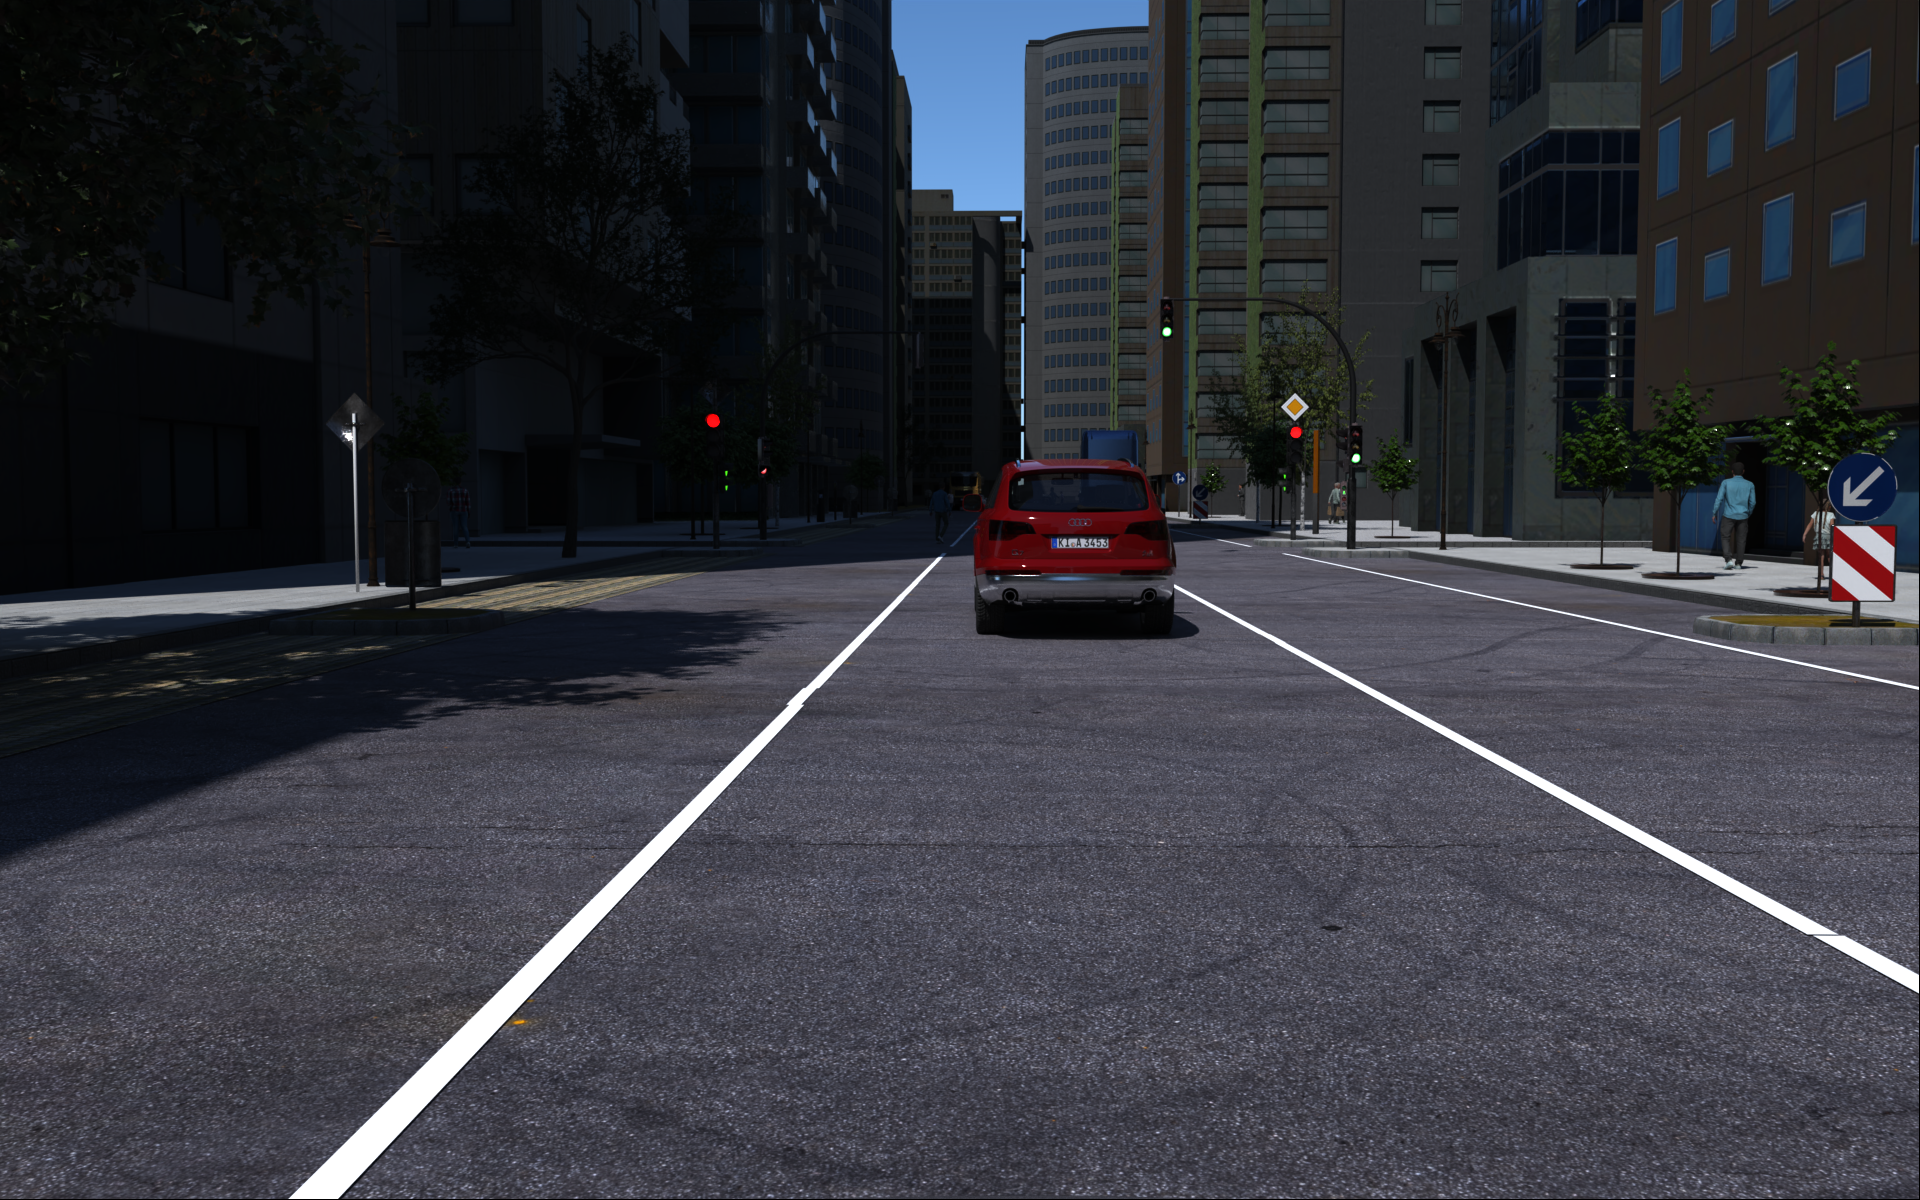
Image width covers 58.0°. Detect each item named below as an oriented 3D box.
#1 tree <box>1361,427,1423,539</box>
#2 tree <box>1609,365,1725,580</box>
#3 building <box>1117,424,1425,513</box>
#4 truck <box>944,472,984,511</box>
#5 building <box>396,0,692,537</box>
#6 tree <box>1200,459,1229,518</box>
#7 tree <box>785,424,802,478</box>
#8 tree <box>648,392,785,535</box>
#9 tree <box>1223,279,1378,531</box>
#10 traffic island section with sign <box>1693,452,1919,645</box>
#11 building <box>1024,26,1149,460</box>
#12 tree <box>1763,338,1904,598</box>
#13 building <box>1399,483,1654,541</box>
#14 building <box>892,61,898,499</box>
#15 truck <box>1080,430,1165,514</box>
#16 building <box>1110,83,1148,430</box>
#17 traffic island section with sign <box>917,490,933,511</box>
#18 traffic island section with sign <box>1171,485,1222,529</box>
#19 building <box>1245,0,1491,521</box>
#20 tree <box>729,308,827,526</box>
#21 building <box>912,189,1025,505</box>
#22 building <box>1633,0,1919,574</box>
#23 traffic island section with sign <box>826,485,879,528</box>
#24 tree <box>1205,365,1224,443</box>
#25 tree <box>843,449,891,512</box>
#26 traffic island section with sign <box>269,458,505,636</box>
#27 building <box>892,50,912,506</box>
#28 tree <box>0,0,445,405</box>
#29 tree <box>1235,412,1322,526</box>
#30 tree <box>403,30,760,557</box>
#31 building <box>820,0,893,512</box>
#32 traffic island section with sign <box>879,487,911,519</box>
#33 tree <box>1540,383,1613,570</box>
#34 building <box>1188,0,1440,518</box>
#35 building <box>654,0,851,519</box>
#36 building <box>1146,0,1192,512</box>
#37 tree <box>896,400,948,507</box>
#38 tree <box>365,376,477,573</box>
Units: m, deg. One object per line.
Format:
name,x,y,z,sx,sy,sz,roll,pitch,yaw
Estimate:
tree,12.593,-3.400,50.186,1.663,3.219,1.824,0,3,0
tree,10.925,-1.930,26.154,1.663,3.219,1.824,0,3,0
building,26.124,-51.319,151.733,22.319,86.520,31.000,0,4,1
truck,0.466,-9.525,151.655,3.469,3.379,9.791,0,4,2
building,-25.100,-28.941,62.421,28.713,52.752,27.495,0,4,1
tree,13.830,-6.090,94.171,1.663,3.219,1.824,0,3,0
tree,-7.525,-4.915,64.082,4.285,4.588,4.351,0,3,0
tree,-8.181,-4.318,54.320,4.285,4.588,4.351,0,3,0
tree,12.210,-6.731,60.417,4.737,8.622,4.395,0,3,0
traffic island section with sign,8.540,-0.533,17.345,1.989,1.847,2.006,0,4,1
building,22.267,-41.305,217.341,28.212,58.520,21.231,0,4,1
tree,10.894,-1.651,21.599,1.663,3.219,1.824,0,3,0
building,31.167,-45.433,55.502,31.000,86.520,22.319,0,4,1
building,-13.229,-29.079,159.036,14.154,41.232,14.086,0,4,1
truck,6.081,-4.746,67.353,2.967,4.110,18.799,0,4,2
building,22.692,-30.114,175.961,14.154,41.232,14.086,0,4,1
traffic island section with sign,-2.667,-8.667,150.330,1.989,1.847,2.006,0,4,1
traffic island section with sign,9.912,-3.927,72.829,1.989,1.847,2.006,0,4,1
building,21.770,-24.830,89.566,14.154,41.232,14.086,0,4,1
tree,-7.321,-7.263,69.111,4.737,8.622,4.395,0,3,0
building,-3.699,-32.526,223.677,23.993,40.220,32.217,0,4,1
building,21.967,-23.281,30.764,14.600,45.320,14.200,0,4,1
traffic island section with sign,-4.596,-3.949,73.198,1.989,1.847,2.006,0,4,1
tree,13.059,-7.752,77.114,4.737,8.622,4.395,0,3,0
tree,-6.417,-8.425,121.459,4.285,4.588,4.351,0,3,0
traffic island section with sign,-5.961,-0.596,18.367,1.989,1.847,2.006,0,4,1
building,-16.226,-34.461,187.134,21.600,48.544,21.300,0,4,1
tree,-8.364,-5.762,11.223,9.611,12.733,9.660,0,3,0
tree,12.726,-5.229,69.200,4.285,4.588,4.351,0,3,0
tree,-7.564,-6.130,34.646,7.601,10.594,8.767,0,4,6
building,-16.771,-36.406,137.238,21.231,58.520,28.212,0,4,1
traffic island section with sign,-3.892,-5.664,101.237,1.989,1.847,2.006,0,4,1
tree,11.161,-2.156,29.859,1.663,3.219,1.824,0,3,0
building,21.693,-26.179,111.619,14.154,41.232,14.086,0,4,1
building,-18.957,-29.355,99.565,23.786,49.044,30.456,0,4,1
building,21.621,-29.384,130.537,14.600,45.320,14.200,0,4,1
tree,-5.286,-14.482,171.185,8.767,10.594,7.601,0,4,-1
tree,-8.688,-2.068,28.409,1.663,3.219,1.824,0,3,0
